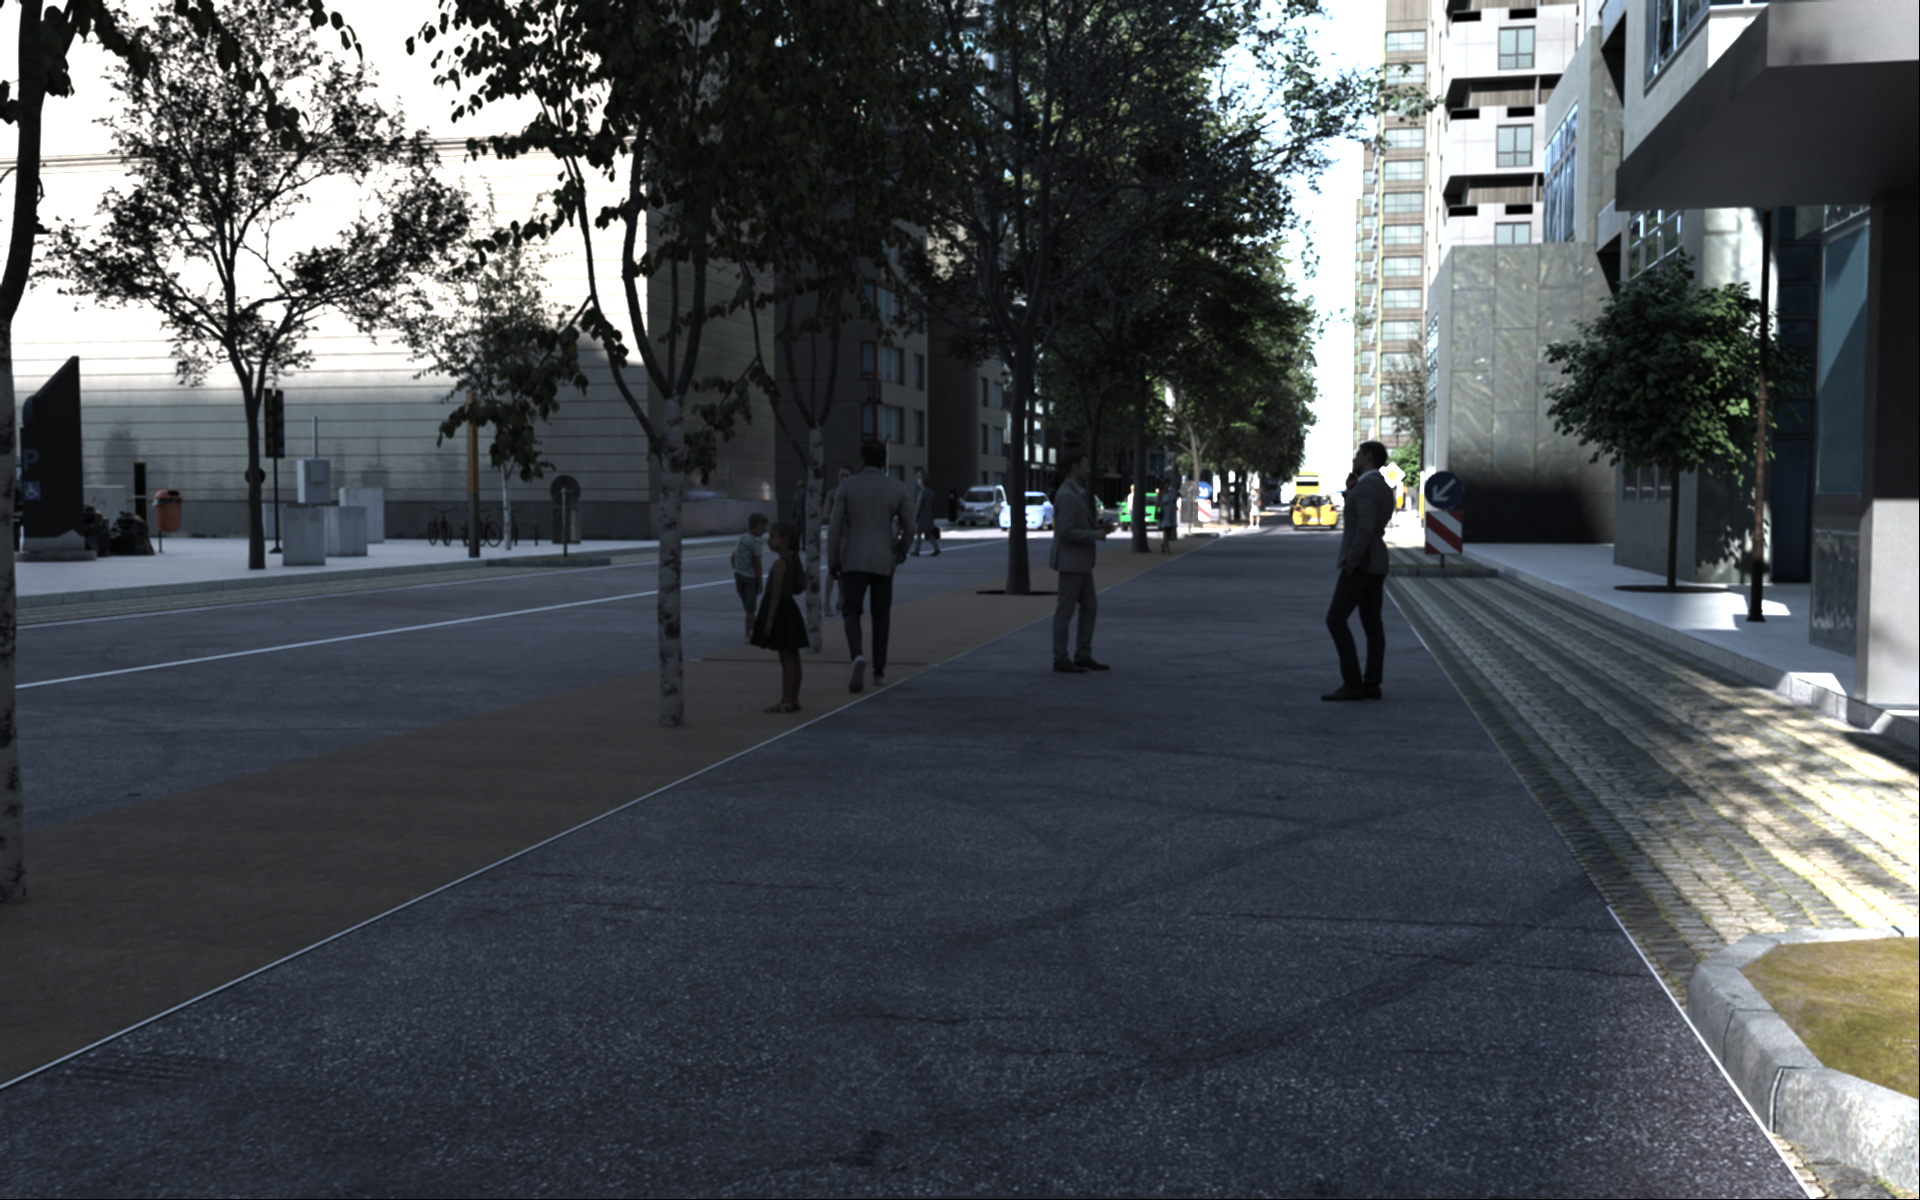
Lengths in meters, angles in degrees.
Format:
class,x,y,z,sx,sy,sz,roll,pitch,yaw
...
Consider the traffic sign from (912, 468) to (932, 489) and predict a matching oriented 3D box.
class,x,y,z,sx,sy,sz,roll,pitch,yaw
traffic sign,-1.459,-3.856,66.695,0.795,2.450,0.064,1,4,12

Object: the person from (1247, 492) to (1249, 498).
class,x,y,z,sx,sy,sz,roll,pitch,yaw
person,41.782,-14.769,250.709,1.217,1.736,0.721,1,4,13

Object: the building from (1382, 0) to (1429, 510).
class,x,y,z,sx,sy,sz,roll,pitch,yaw
building,41.895,-28.116,143.290,14.154,41.232,14.086,1,4,12

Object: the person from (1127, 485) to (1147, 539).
class,x,y,z,sx,sy,sz,roll,pitch,yaw
person,5.733,-2.822,55.313,0.598,1.740,0.731,3,5,41

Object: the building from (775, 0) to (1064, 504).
class,x,y,z,sx,sy,sz,roll,pitch,yaw
building,-5.206,-30.926,125.249,23.786,49.044,30.456,1,4,12

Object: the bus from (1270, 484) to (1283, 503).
class,x,y,z,sx,sy,sz,roll,pitch,yaw
bus,52.162,-17.911,287.703,2.948,3.499,13.247,1,4,12

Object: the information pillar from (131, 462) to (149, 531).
class,x,y,z,sx,sy,sz,roll,pitch,yaw
information pillar,-18.823,-2.158,39.773,0.304,2.012,0.304,-2,4,-29

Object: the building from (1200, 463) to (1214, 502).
class,x,y,z,sx,sy,sz,roll,pitch,yaw
building,35.226,-37.088,289.975,14.154,41.232,14.086,1,4,12

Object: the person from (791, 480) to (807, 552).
class,x,y,z,sx,sy,sz,roll,pitch,yaw
person,-3.929,-2.075,42.850,0.576,1.772,0.534,1,4,22

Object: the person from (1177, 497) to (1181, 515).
class,x,y,z,sx,sy,sz,roll,pitch,yaw
person,14.972,-6.414,118.388,0.382,1.210,0.505,2,4,35

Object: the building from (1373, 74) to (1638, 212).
class,x,y,z,sx,sy,sz,roll,pitch,yaw
building,54.116,-34.214,179.014,23.786,49.044,30.456,1,4,12

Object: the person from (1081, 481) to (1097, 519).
class,x,y,z,sx,sy,sz,roll,pitch,yaw
person,3.362,-2.339,47.022,0.678,1.792,0.850,-1,4,-9

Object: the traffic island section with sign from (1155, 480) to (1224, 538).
class,x,y,z,sx,sy,sz,roll,pitch,yaw
traffic island section with sign,7.516,-2.988,56.992,2.006,1.907,1.989,1,4,12

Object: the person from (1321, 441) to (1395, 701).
class,x,y,z,sx,sy,sz,roll,pitch,yaw
person,2.789,-0.210,12.113,0.473,1.802,0.592,3,5,44

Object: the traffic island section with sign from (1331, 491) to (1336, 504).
class,x,y,z,sx,sy,sz,roll,pitch,yaw
traffic island section with sign,25.231,-6.327,112.080,1.989,1.847,2.006,1,4,12

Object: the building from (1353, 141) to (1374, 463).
class,x,y,z,sx,sy,sz,roll,pitch,yaw
building,53.771,-31.708,202.022,14.154,41.232,14.086,1,4,12

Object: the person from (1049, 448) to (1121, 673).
class,x,y,z,sx,sy,sz,roll,pitch,yaw
person,1.002,-0.320,13.930,0.583,1.804,0.606,0,4,6

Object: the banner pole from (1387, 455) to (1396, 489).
class,x,y,z,sx,sy,sz,roll,pitch,yaw
banner pole,27.710,-7.423,111.375,0.401,3.779,0.863,-3,5,-43

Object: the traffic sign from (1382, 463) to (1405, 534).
class,x,y,z,sx,sy,sz,roll,pitch,yaw
traffic sign,13.806,-3.164,55.373,0.795,2.450,0.064,1,4,12

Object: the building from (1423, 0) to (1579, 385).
class,x,y,z,sx,sy,sz,roll,pitch,yaw
building,43.018,-31.564,105.315,28.713,52.752,27.495,1,4,12

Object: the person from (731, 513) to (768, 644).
class,x,y,z,sx,sy,sz,roll,pitch,yaw
person,-2.022,-0.213,16.663,0.352,1.250,0.332,-1,4,-12

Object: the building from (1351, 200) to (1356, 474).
class,x,y,z,sx,sy,sz,roll,pitch,yaw
building,61.461,-33.992,239.369,14.154,41.232,14.086,1,4,12

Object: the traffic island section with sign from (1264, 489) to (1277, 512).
class,x,y,z,sx,sy,sz,roll,pitch,yaw
traffic island section with sign,24.247,-7.932,137.831,2.006,1.907,1.989,1,4,12

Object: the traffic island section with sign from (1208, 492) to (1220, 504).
class,x,y,z,sx,sy,sz,roll,pitch,yaw
traffic island section with sign,35.532,-14.493,245.593,1.989,1.847,2.006,1,4,12

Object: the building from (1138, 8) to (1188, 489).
class,x,y,z,sx,sy,sz,roll,pitch,yaw
building,20.929,-56.653,238.948,22.319,86.520,31.000,1,4,12

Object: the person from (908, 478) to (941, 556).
class,x,y,z,sx,sy,sz,roll,pitch,yaw
person,-0.825,-1.925,40.074,0.767,1.812,0.694,3,4,36

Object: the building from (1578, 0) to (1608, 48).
class,x,y,z,sx,sy,sz,roll,pitch,yaw
building,40.187,-32.115,67.073,28.212,58.520,21.231,1,4,12

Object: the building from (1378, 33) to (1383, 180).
class,x,y,z,sx,sy,sz,roll,pitch,yaw
building,45.268,-31.044,157.676,14.600,45.320,14.200,1,4,12

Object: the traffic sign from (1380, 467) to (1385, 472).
class,x,y,z,sx,sy,sz,roll,pitch,yaw
traffic sign,15.425,-3.642,63.193,0.795,2.450,0.064,1,4,12

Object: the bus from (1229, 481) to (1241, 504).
class,x,y,z,sx,sy,sz,roll,pitch,yaw
bus,38.842,-15.176,242.985,2.948,3.499,13.247,1,4,10

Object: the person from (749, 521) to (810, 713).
class,x,y,z,sx,sy,sz,roll,pitch,yaw
person,-1.180,0.114,11.310,0.373,1.253,0.362,1,4,14

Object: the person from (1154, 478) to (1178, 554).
class,x,y,z,sx,sy,sz,roll,pitch,yaw
person,4.884,-2.003,41.338,0.616,1.811,0.778,-1,4,-13

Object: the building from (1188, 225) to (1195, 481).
class,x,y,z,sx,sy,sz,roll,pitch,yaw
building,28.799,-37.443,262.300,14.600,45.320,14.200,1,4,12

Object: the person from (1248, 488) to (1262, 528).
class,x,y,z,sx,sy,sz,roll,pitch,yaw
person,12.377,-3.848,72.419,0.522,1.701,0.512,3,5,39

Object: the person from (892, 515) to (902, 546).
class,x,y,z,sx,sy,sz,roll,pitch,yaw
person,-1.269,-1.160,32.155,0.352,1.250,0.332,-2,4,-31

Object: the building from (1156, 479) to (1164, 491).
class,x,y,z,sx,sy,sz,roll,pitch,yaw
building,8.147,-31.324,204.032,32.217,40.220,23.993,1,4,12

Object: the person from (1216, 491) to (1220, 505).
class,x,y,z,sx,sy,sz,roll,pitch,yaw
person,32.563,-12.858,218.869,0.705,1.807,1.348,-1,4,-17

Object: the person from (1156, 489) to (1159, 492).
class,x,y,z,sx,sy,sz,roll,pitch,yaw
person,12.760,-6.308,112.050,0.576,1.772,0.534,1,4,13

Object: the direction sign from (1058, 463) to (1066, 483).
class,x,y,z,sx,sy,sz,roll,pitch,yaw
direction sign,7.674,-8.287,127.489,0.876,3.537,0.379,0,4,-7

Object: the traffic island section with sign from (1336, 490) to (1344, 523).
class,x,y,z,sx,sy,sz,roll,pitch,yaw
traffic island section with sign,19.646,-4.678,85.111,1.989,1.847,2.006,1,4,12

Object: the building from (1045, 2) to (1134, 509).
class,x,y,z,sx,sy,sz,roll,pitch,yaw
building,4.221,-30.690,156.412,22.147,44.769,28.867,1,4,12

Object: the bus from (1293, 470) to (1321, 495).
class,x,y,z,sx,sy,sz,roll,pitch,yaw
bus,36.097,-11.531,180.083,2.896,3.916,12.252,1,4,11

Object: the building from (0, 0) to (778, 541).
class,x,y,z,sx,sy,sz,roll,pitch,yaw
building,-19.199,-15.756,54.873,25.104,27.353,12.463,1,4,12

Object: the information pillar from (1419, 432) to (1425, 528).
class,x,y,z,sx,sy,sz,roll,pitch,yaw
information pillar,17.290,-4.484,64.672,0.183,3.616,0.504,1,4,22

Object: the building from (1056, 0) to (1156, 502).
class,x,y,z,sx,sy,sz,roll,pitch,yaw
building,9.937,-45.355,179.798,20.563,71.187,20.611,1,4,12

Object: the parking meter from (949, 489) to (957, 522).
class,x,y,z,sx,sy,sz,roll,pitch,yaw
parking meter,-0.341,-4.348,79.497,0.372,1.533,0.369,0,3,0

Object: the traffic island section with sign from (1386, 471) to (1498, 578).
class,x,y,z,sx,sy,sz,roll,pitch,yaw
traffic island section with sign,8.335,-1.335,30.451,1.989,1.847,2.006,1,4,12

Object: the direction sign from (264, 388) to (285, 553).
class,x,y,z,sx,sy,sz,roll,pitch,yaw
direction sign,-14.822,-2.783,37.507,0.379,3.537,0.876,0,4,3

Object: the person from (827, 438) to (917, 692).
class,x,y,z,sx,sy,sz,roll,pitch,yaw
person,-0.642,-0.266,12.691,0.661,1.843,0.795,0,4,-7

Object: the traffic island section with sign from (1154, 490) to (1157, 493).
class,x,y,z,sx,sy,sz,roll,pitch,yaw
traffic island section with sign,18.710,-9.522,164.320,1.989,1.847,2.006,1,4,12

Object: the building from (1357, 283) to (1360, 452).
class,x,y,z,sx,sy,sz,roll,pitch,yaw
building,58.974,-27.756,225.510,14.160,30.474,14.107,1,4,12

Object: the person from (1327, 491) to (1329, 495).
class,x,y,z,sx,sy,sz,roll,pitch,yaw
person,62.174,-17.427,293.063,1.348,1.869,0.705,-2,4,-25

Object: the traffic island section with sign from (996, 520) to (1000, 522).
class,x,y,z,sx,sy,sz,roll,pitch,yaw
traffic island section with sign,2.906,-4.855,88.000,1.989,1.847,2.006,1,4,12

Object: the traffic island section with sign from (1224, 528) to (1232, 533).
class,x,y,z,sx,sy,sz,roll,pitch,yaw
traffic island section with sign,9.027,-3.432,64.245,2.006,1.907,1.989,1,4,12

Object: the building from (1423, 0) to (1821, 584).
class,x,y,z,sx,sy,sz,roll,pitch,yaw
building,22.643,-44.209,35.494,22.319,86.520,31.000,1,4,12

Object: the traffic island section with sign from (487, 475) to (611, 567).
class,x,y,z,sx,sy,sz,roll,pitch,yaw
traffic island section with sign,-8.119,-1.594,34.683,1.989,1.847,2.006,1,4,12

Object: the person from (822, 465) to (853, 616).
class,x,y,z,sx,sy,sz,roll,pitch,yaw
person,-1.398,-0.714,20.518,0.599,1.781,0.374,-3,5,-42

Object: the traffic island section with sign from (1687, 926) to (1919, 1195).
class,x,y,z,sx,sy,sz,roll,pitch,yaw
traffic island section with sign,2.871,0.280,4.053,1.989,1.847,2.006,1,4,12

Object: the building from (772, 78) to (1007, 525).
class,x,y,z,sx,sy,sz,roll,pitch,yaw
building,-13.812,-14.797,86.970,27.650,21.520,28.899,1,4,12
